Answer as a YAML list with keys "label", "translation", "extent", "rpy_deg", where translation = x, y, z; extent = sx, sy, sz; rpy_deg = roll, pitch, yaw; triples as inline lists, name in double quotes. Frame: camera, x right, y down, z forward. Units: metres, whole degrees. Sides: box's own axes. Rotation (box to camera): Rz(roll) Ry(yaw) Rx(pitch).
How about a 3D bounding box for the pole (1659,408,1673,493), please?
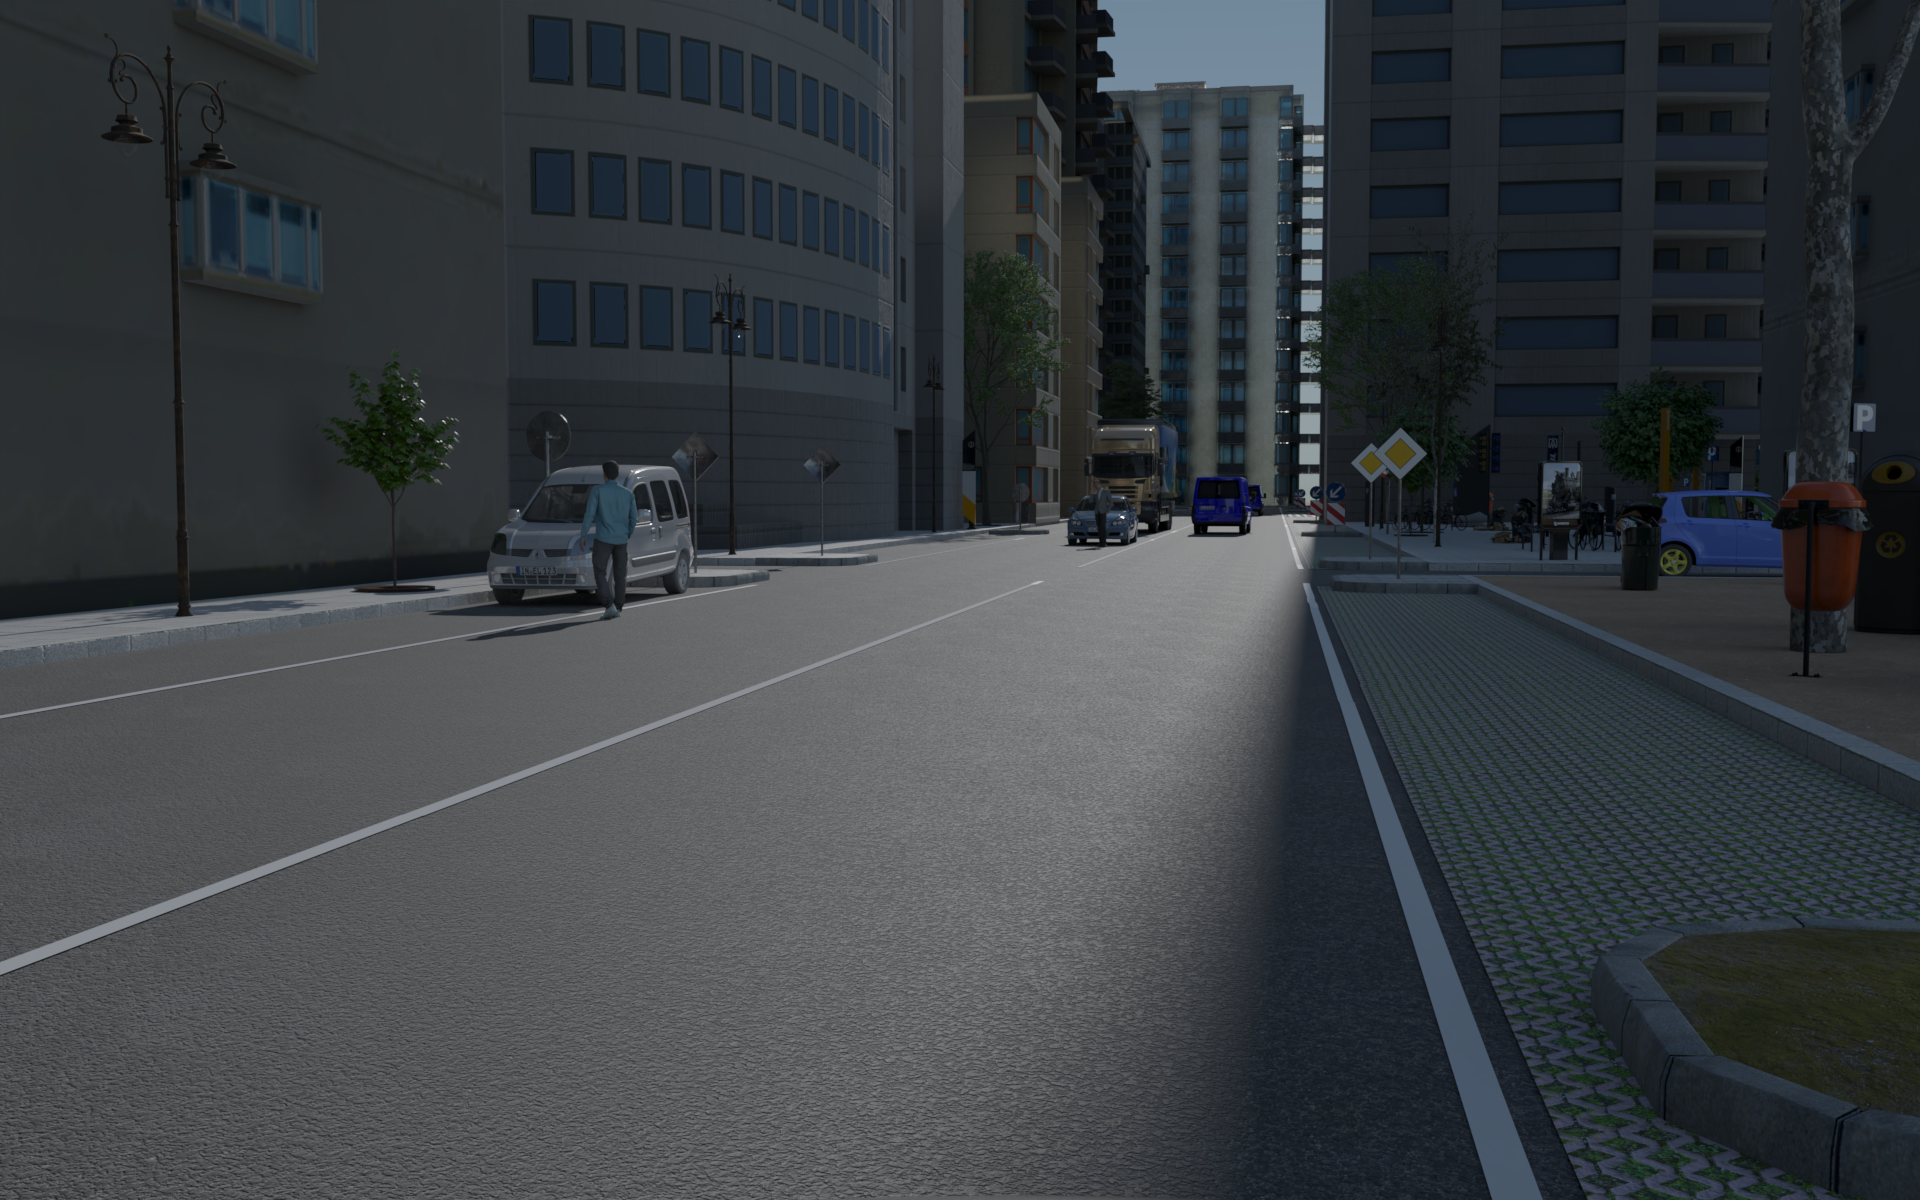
- label: "pole"
  translation: [16.726, -2.893, 41.136]
  extent: [0.158, 3.312, 0.155]
  rpy_deg: [0, 3, 0]

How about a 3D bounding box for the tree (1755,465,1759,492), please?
- label: "tree"
  translation: [44.740, -6.236, 96.563]
  extent: [1.663, 3.219, 1.824]
  rpy_deg: [0, 3, 0]

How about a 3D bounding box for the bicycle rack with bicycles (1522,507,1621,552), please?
- label: "bicycle rack with bicycles"
  translation: [13.918, -1.585, 39.291]
  extent: [2.852, 0.926, 2.925]
  rpy_deg: [1, 4, 13]

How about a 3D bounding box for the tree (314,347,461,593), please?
- label: "tree"
  translation: [-7.366, -1.729, 22.875]
  extent: [1.663, 3.219, 1.824]
  rpy_deg: [0, 3, 0]

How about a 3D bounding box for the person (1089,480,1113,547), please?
- label: "person"
  translation: [3.816, -2.339, 46.923]
  extent: [0.473, 1.802, 0.592]
  rpy_deg: [-3, 5, -40]

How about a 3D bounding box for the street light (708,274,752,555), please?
- label: "street light"
  translation: [-4.818, -3.895, 36.474]
  extent: [0.468, 5.910, 1.993]
  rpy_deg: [1, 4, 10]

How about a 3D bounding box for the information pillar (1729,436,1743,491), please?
- label: "information pillar"
  translation: [31.128, -4.777, 69.462]
  extent: [0.504, 3.616, 0.183]
  rpy_deg: [2, 4, 35]

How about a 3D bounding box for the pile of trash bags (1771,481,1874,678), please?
- label: "pile of trash bags"
  translation: [7.155, -0.100, 11.384]
  extent: [3.447, 1.369, 1.912]
  rpy_deg: [3, 5, 42]

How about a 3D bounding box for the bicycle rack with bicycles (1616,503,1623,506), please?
- label: "bicycle rack with bicycles"
  translation: [28.000, -3.552, 71.459]
  extent: [2.852, 0.926, 2.925]
  rpy_deg: [3, 4, 36]

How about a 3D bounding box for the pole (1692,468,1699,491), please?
- label: "pole"
  translation: [22.286, -3.586, 52.472]
  extent: [0.158, 3.312, 0.155]
  rpy_deg: [0, 3, 0]

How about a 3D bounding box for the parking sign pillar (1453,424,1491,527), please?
- label: "parking sign pillar"
  translation: [19.804, -4.806, 67.050]
  extent: [1.447, 3.967, 1.447]
  rpy_deg: [0, 4, -8]

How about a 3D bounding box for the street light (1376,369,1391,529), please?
- label: "street light"
  translation: [15.642, -5.581, 64.040]
  extent: [0.468, 5.910, 1.993]
  rpy_deg: [1, 4, 10]

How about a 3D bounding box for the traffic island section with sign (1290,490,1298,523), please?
- label: "traffic island section with sign"
  translation: [17.351, -4.666, 84.912]
  extent: [1.989, 1.847, 2.006]
  rpy_deg: [1, 4, 10]

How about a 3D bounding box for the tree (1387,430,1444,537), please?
- label: "tree"
  translation: [13.862, -3.548, 52.618]
  extent: [1.663, 3.219, 1.824]
  rpy_deg: [0, 3, 0]

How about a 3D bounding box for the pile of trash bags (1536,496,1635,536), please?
- label: "pile of trash bags"
  translation: [19.931, -2.758, 54.841]
  extent: [3.447, 1.369, 1.912]
  rpy_deg: [3, 5, 42]

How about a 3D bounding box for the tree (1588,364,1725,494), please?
- label: "tree"
  translation: [17.636, -3.688, 44.006]
  extent: [4.285, 4.588, 4.351]
  rpy_deg: [0, 3, 0]

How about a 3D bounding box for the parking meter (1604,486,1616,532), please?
- label: "parking meter"
  translation: [21.778, -3.035, 58.040]
  extent: [0.372, 1.533, 0.369]
  rpy_deg: [0, 3, 0]

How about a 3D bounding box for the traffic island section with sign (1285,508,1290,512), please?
- label: "traffic island section with sign"
  translation: [26.376, -7.695, 134.440]
  extent: [1.989, 1.847, 2.006]
  rpy_deg: [1, 4, 10]

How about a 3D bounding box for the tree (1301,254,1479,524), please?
- label: "tree"
  translation: [18.393, -9.092, 74.403]
  extent: [9.928, 11.665, 9.643]
  rpy_deg: [0, 3, 0]

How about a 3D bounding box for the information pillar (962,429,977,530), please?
- label: "information pillar"
  translation: [0.341, -4.358, 62.615]
  extent: [0.504, 3.616, 0.183]
  rpy_deg: [1, 4, 11]

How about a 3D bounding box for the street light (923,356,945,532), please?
- label: "street light"
  translation: [-0.869, -5.205, 57.893]
  extent: [0.468, 5.910, 1.993]
  rpy_deg: [1, 4, 10]

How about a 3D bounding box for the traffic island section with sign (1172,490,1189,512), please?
- label: "traffic island section with sign"
  translation: [20.538, -9.429, 162.784]
  extent: [1.989, 1.847, 2.006]
  rpy_deg: [1, 4, 10]

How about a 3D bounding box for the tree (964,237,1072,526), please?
- label: "tree"
  translation: [0.966, -8.802, 69.665]
  extent: [9.928, 11.665, 9.643]
  rpy_deg: [0, 3, 0]

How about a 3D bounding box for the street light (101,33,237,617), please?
- label: "street light"
  translation: [-8.148, -2.766, 18.018]
  extent: [0.468, 5.910, 1.993]
  rpy_deg: [1, 4, 10]

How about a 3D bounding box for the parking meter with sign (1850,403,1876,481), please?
- label: "parking meter with sign"
  translation: [17.086, -2.317, 34.140]
  extent: [0.543, 3.016, 1.738]
  rpy_deg: [-1, 4, -19]

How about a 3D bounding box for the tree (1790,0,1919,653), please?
- label: "tree"
  translation: [6.036, -9.575, 12.439]
  extent: [12.611, 20.169, 13.585]
  rpy_deg: [0, 3, 0]

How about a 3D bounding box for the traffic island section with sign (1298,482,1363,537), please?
- label: "traffic island section with sign"
  translation: [12.493, -3.033, 58.217]
  extent: [1.989, 1.847, 2.006]
  rpy_deg: [1, 4, 10]

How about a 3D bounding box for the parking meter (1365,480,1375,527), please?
- label: "parking meter"
  translation: [16.079, -3.806, 67.944]
  extent: [0.255, 1.863, 0.399]
  rpy_deg: [-1, 4, -14]

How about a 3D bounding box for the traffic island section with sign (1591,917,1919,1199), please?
- label: "traffic island section with sign"
  translation: [2.654, 0.273, 4.159]
  extent: [1.989, 1.847, 2.006]
  rpy_deg: [1, 4, 10]

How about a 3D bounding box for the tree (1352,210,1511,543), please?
- label: "tree"
  translation: [12.552, -5.829, 45.671]
  extent: [4.360, 8.622, 3.978]
  rpy_deg: [0, 3, 0]

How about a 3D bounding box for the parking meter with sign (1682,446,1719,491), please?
- label: "parking meter with sign"
  translation: [26.435, -4.049, 62.469]
  extent: [1.738, 3.016, 0.543]
  rpy_deg: [-1, 4, -17]

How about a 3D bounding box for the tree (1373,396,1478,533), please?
- label: "tree"
  translation: [15.356, -4.502, 57.323]
  extent: [4.285, 4.588, 4.351]
  rpy_deg: [0, 3, 0]

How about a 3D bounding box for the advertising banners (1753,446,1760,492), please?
- label: "advertising banners"
  translation: [29.343, -4.058, 62.541]
  extent: [2.074, 3.025, 0.090]
  rpy_deg: [-3, 4, -37]

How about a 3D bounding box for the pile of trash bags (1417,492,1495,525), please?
- label: "pile of trash bags"
  translation: [20.984, -3.878, 73.153]
  extent: [1.912, 1.369, 3.447]
  rpy_deg: [-3, 5, -42]

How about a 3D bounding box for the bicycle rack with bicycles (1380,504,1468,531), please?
- label: "bicycle rack with bicycles"
  translation: [16.165, -2.933, 61.335]
  extent: [2.852, 0.926, 2.925]
  rpy_deg: [-1, 4, -19]

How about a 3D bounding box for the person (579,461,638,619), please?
- label: "person"
  translation: [-4.047, -0.707, 20.073]
  extent: [0.660, 1.820, 0.620]
  rpy_deg: [-3, 4, -36]

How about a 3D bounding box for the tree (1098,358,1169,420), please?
- label: "tree"
  translation: [13.899, -13.892, 145.257]
  extent: [7.486, 12.596, 7.792]
  rpy_deg: [0, 3, 0]

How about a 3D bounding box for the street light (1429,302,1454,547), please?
- label: "street light"
  translation: [11.613, -4.227, 41.906]
  extent: [0.468, 5.910, 1.993]
  rpy_deg: [1, 4, 10]
